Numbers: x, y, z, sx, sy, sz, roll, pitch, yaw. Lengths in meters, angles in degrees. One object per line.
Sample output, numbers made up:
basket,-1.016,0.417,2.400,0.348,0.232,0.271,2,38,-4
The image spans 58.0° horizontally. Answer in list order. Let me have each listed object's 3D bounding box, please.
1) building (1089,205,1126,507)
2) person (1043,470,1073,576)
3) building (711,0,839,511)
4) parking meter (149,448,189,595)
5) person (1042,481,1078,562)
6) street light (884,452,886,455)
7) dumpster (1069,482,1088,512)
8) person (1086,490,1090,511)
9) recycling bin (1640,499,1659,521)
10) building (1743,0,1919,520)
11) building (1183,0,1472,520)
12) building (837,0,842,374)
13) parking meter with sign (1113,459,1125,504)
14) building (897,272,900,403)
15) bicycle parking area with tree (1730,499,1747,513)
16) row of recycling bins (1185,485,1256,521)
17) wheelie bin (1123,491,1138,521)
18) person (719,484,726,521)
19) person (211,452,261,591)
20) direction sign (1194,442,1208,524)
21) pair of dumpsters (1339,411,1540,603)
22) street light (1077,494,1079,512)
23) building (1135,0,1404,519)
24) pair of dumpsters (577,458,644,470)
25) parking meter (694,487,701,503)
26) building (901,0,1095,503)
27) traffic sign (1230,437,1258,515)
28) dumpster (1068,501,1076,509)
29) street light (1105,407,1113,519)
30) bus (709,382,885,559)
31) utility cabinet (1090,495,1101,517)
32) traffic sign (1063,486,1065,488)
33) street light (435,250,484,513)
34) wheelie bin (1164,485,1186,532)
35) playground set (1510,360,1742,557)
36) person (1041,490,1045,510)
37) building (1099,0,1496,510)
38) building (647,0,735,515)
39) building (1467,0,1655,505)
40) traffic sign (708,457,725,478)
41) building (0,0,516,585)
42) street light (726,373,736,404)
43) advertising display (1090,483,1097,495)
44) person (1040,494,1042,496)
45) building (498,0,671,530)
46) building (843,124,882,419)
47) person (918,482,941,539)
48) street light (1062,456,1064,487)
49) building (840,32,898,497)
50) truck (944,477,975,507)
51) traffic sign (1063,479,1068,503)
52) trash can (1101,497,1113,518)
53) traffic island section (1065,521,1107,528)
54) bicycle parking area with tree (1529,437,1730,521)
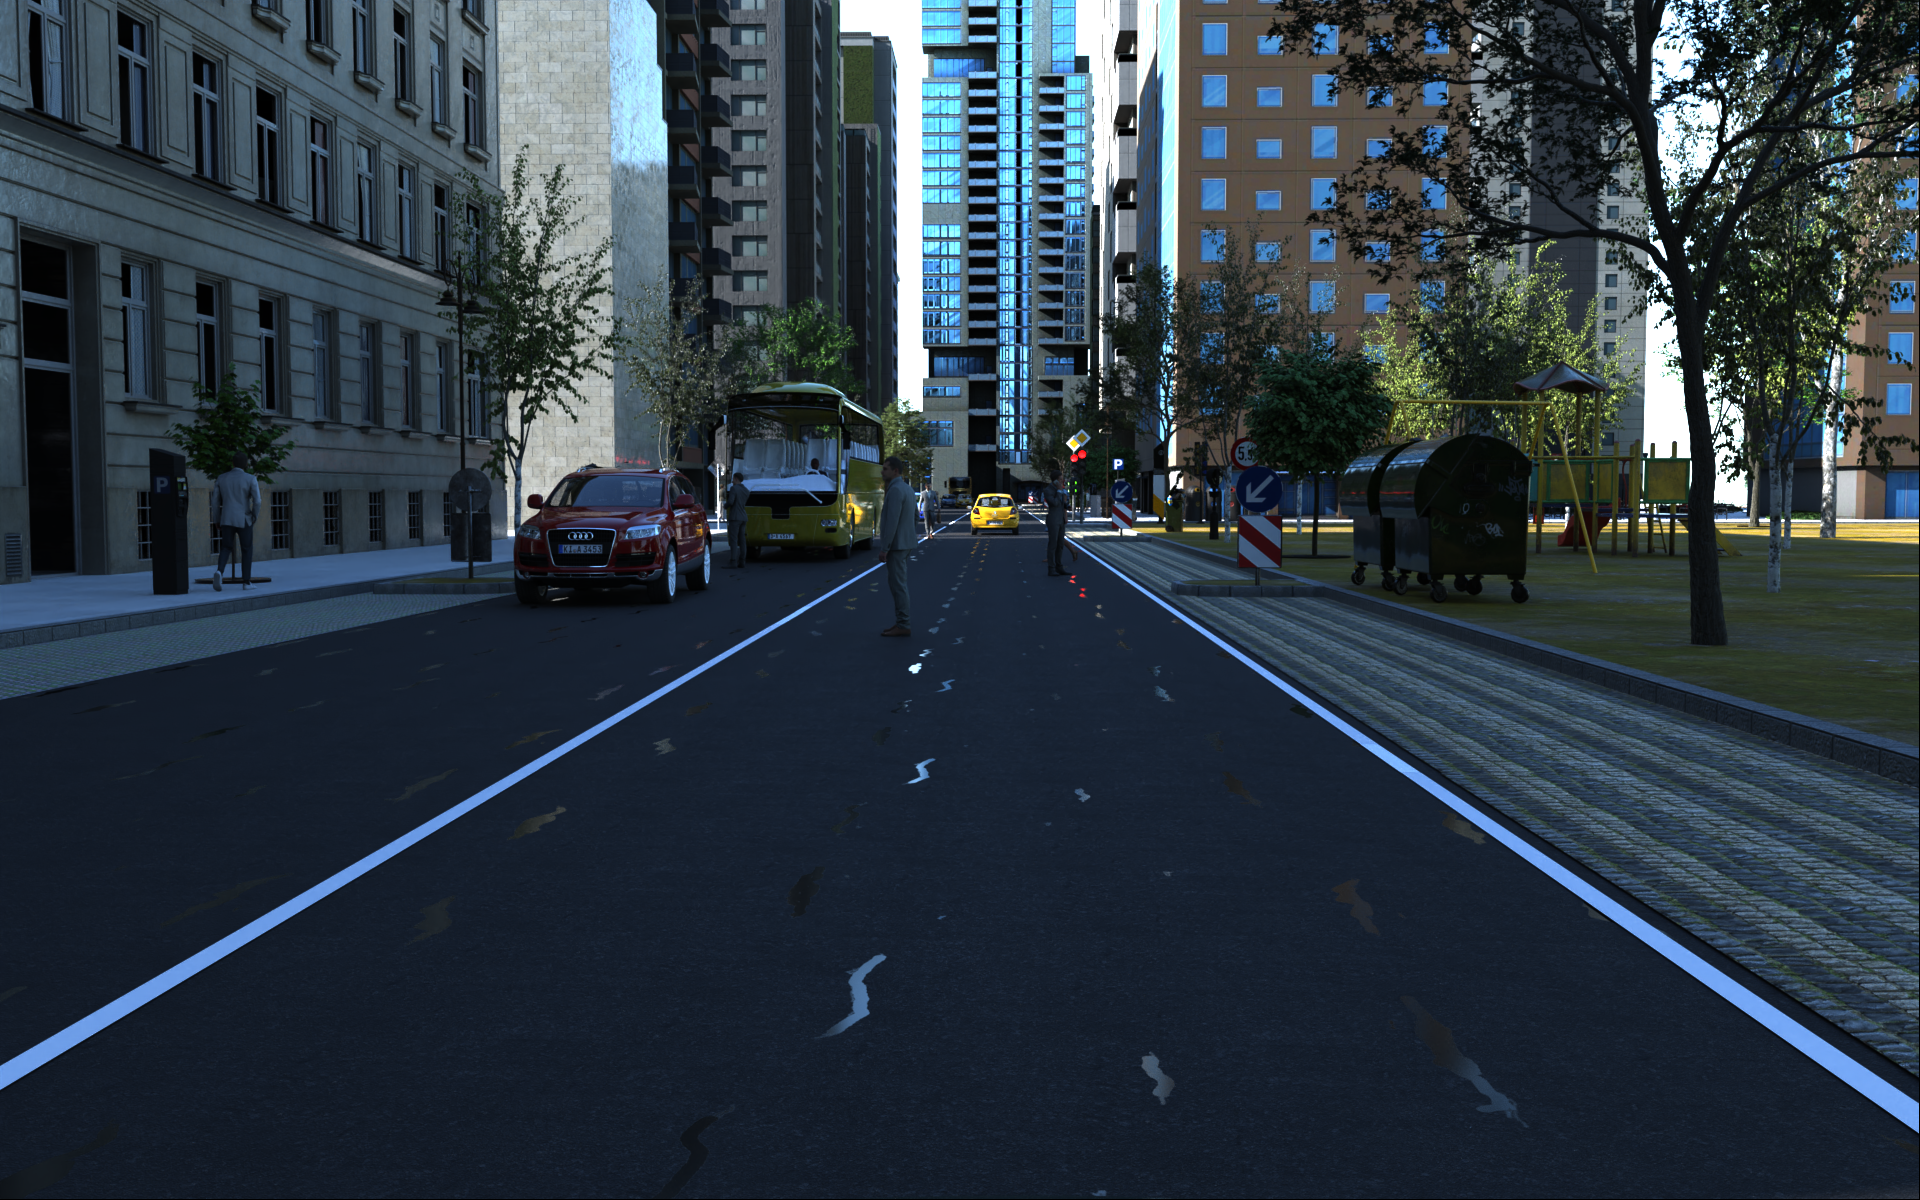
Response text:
building,20.004,-24.649,174.717,14.160,30.474,14.107,0,4,1
person,1.758,-1.351,30.390,0.447,1.846,0.655,2,4,30
building,-16.914,-27.478,132.859,14.154,41.232,14.086,0,4,1
parking meter,-10.091,-1.004,22.122,0.399,1.863,0.255,1,4,9
person,2.078,-1.708,36.513,0.778,1.811,0.616,-1,4,-18
street light,-6.616,-10.813,149.580,0.468,5.910,1.993,0,4,1
dumpster,8.570,-7.564,126.157,1.502,2.255,1.985,0,4,1
person,9.773,-7.648,132.905,0.330,1.601,0.589,3,4,36
recycling bin,32.583,-4.237,81.825,0.722,1.027,0.722,2,4,31
building,51.889,-26.981,91.255,14.200,45.320,14.600,0,4,1
building,17.980,-26.992,91.428,14.200,45.320,14.600,0,4,1
building,-19.949,-44.619,167.777,20.563,71.187,20.611,0,4,1
parking meter with sign,7.808,-5.416,84.815,0.543,3.016,1.738,0,4,0
building,-21.451,-34.815,261.113,23.993,40.220,32.217,0,4,1
bicycle parking area with tree,47.601,-7.184,104.467,8.231,4.147,9.016,3,5,45
row of recycling bins,12.425,-4.581,82.013,3.534,1.692,1.069,1,4,9
wheelie bin,7.970,-4.529,81.962,0.693,1.594,0.980,2,4,31
person,-11.222,-4.619,82.114,0.519,1.759,0.362,2,4,31
person,-9.619,-1.047,23.004,0.661,1.843,0.795,0,4,-1
direction sign,10.428,-5.077,75.011,0.379,3.537,0.876,-2,4,-30
pair of dumpsters,6.095,-1.212,22.312,1.574,2.255,4.437,0,4,1
street light,8.469,-9.244,123.926,0.468,5.910,1.993,0,4,1
building,18.519,-28.025,108.322,14.600,45.320,14.200,0,4,1
pair of dumpsters,-9.243,-2.658,45.959,1.574,2.255,4.437,0,4,1
parking meter,-9.050,-3.112,59.293,0.372,1.533,0.369,0,3,0
building,6.366,-57.554,253.676,31.000,86.520,22.319,0,4,1
traffic sign,6.363,-2.343,38.410,0.768,2.556,0.104,0,4,3
dumpster,9.188,-8.508,144.865,1.264,1.857,1.865,0,4,1
street light,7.668,-7.165,89.937,0.468,5.910,1.993,0,4,1
bus,-3.518,-3.058,41.550,2.896,3.916,12.252,0,4,2
utility cabinet,7.506,-5.174,95.758,0.306,1.237,1.020,-1,4,-14
traffic sign,9.180,-9.057,148.082,0.884,2.594,0.081,0,4,5
street light,-9.512,-3.688,33.079,0.468,5.910,1.993,0,4,1
wheelie bin,7.305,-3.110,58.761,0.693,1.594,0.980,1,4,13
playground set,13.288,-3.116,37.723,5.302,4.214,5.637,0,4,1
person,6.764,-8.073,140.763,0.793,1.790,0.793,3,5,39
building,25.393,-33.616,138.857,28.713,52.752,27.495,0,4,1
building,-25.157,-27.186,99.113,22.147,44.769,28.867,0,4,1
building,72.587,-47.669,217.647,20.611,71.187,20.563,0,4,1
traffic sign,-8.537,-3.753,61.094,0.795,2.593,0.064,1,4,9
building,-20.537,-12.326,34.819,16.112,22.955,30.059,0,4,1
street light,-8.668,-5.706,66.082,0.468,5.910,1.993,0,4,1
advertising display,8.002,-6.038,103.935,0.123,1.923,0.974,1,4,22
person,11.011,-13.501,226.418,1.348,1.869,0.705,-2,4,-35
building,-20.543,-12.947,66.439,16.860,20.320,10.420,0,4,1
building,-15.927,-30.723,185.916,14.154,41.232,14.086,0,4,1
person,-0.974,-2.871,55.555,0.709,1.813,0.853,-1,4,-14
street light,9.349,-11.282,157.252,0.468,5.910,1.993,0,4,1
building,-22.239,-41.479,220.185,28.212,58.520,21.231,0,4,1
truck,0.027,-12.310,197.184,3.469,3.379,9.791,0,4,1
traffic sign,8.760,-8.648,141.495,0.768,2.556,0.104,0,4,2
trash can,7.881,-4.967,92.858,0.748,1.137,0.748,0,3,0
traffic island section,5.262,-3.204,74.660,2.009,0.180,2.903,0,4,1
bicycle parking area with tree,36.068,-6.697,96.497,8.231,4.147,9.016,-2,4,-24
